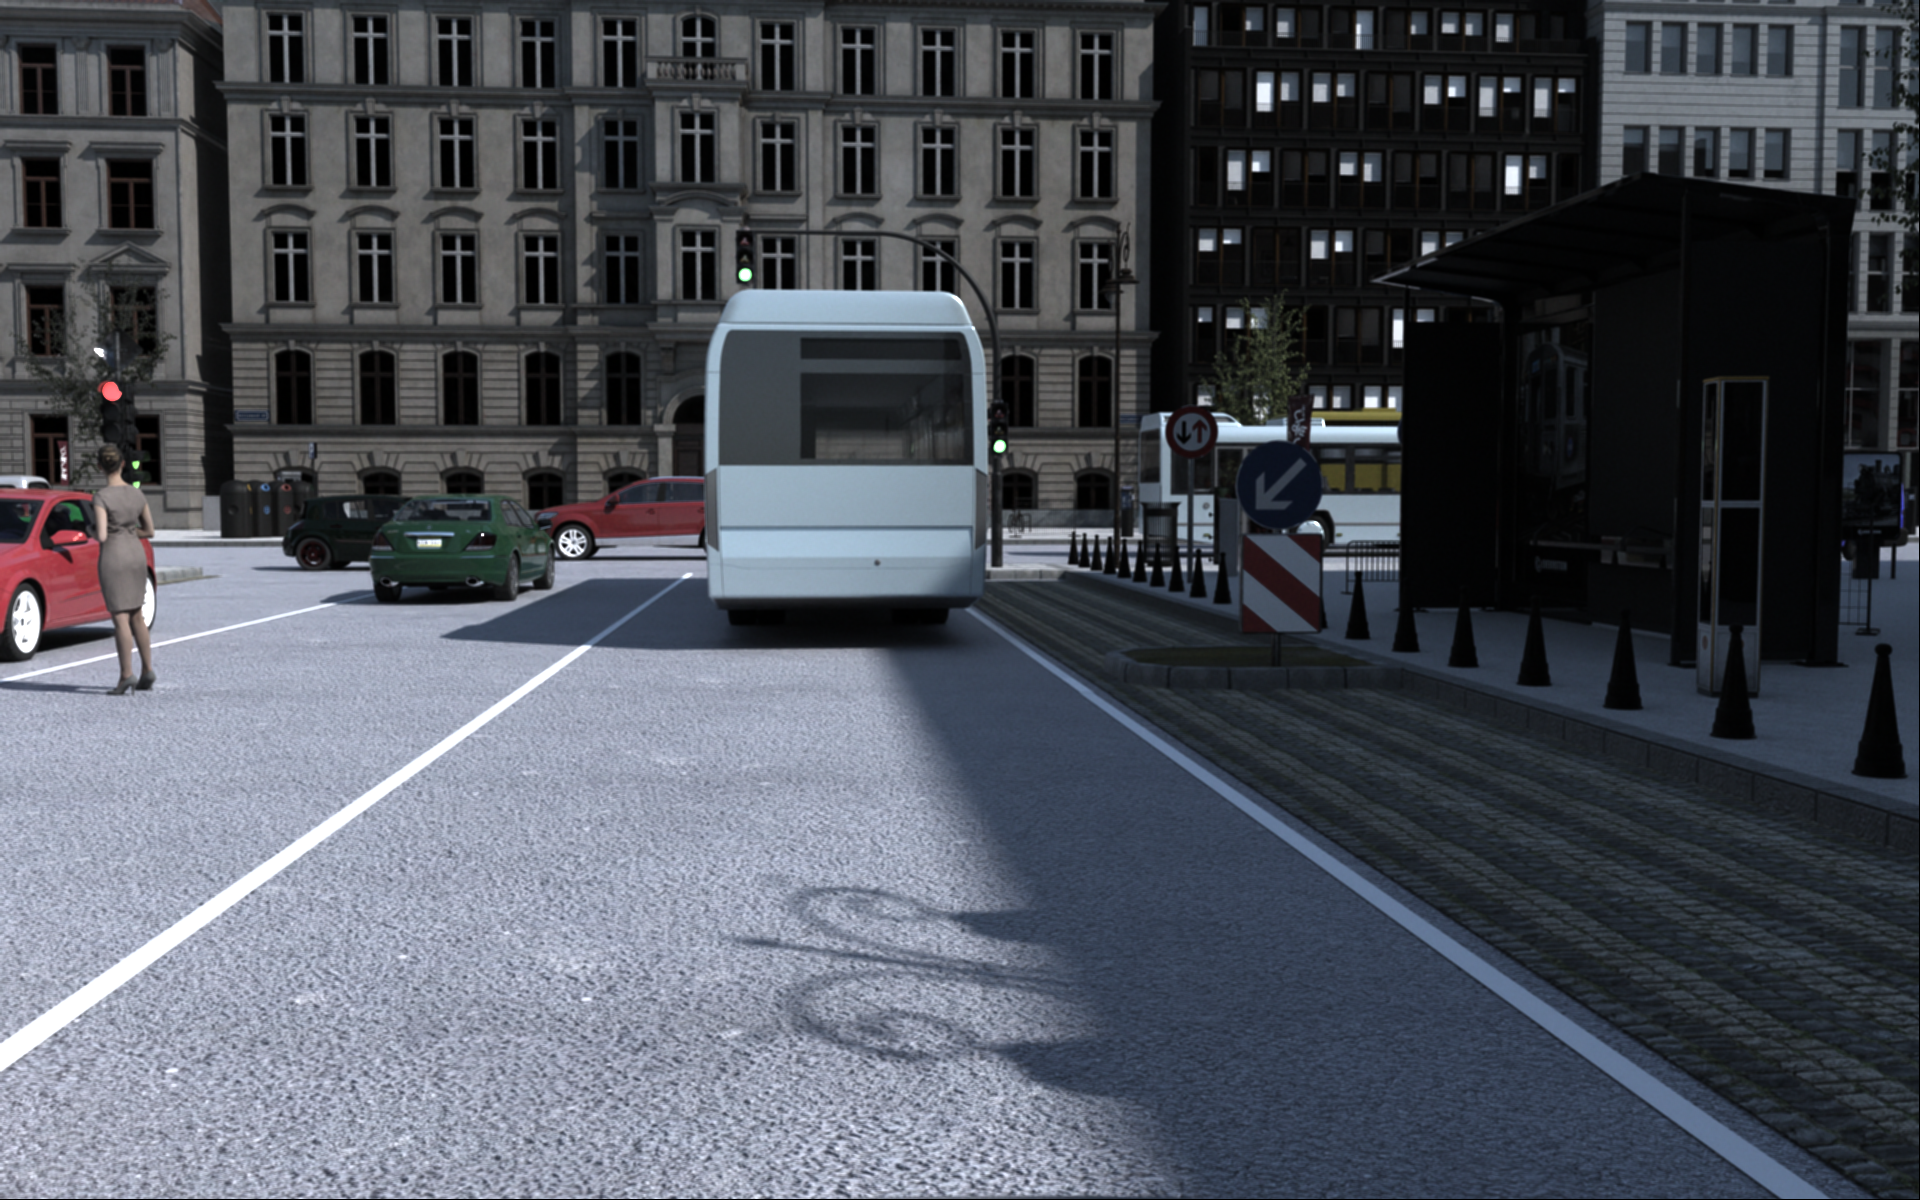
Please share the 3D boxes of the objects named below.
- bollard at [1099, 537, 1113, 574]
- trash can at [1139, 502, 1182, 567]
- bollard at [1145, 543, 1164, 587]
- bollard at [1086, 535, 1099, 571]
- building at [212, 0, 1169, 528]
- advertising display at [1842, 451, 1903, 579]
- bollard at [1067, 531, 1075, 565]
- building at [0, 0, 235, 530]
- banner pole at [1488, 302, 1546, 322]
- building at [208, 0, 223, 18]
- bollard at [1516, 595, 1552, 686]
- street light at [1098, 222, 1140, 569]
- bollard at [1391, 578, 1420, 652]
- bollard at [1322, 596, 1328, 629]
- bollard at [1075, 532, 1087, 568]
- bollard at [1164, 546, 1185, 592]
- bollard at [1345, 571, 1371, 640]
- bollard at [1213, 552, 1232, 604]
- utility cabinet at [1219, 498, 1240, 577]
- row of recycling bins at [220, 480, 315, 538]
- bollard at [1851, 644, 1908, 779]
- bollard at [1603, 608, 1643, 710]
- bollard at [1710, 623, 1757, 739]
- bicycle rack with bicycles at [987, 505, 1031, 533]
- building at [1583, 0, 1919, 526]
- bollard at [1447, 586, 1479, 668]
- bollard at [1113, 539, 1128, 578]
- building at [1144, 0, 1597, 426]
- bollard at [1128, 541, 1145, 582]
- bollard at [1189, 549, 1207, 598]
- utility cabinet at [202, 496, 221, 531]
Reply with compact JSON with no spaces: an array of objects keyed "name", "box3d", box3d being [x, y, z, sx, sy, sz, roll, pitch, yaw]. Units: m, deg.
[{"name":"bollard","box3d":[2.404,-0.718,27.779,0.229,0.601,0.229,0,3,0]},{"name":"trash can","box3d":[3.546,-1.163,30.670,0.748,1.137,0.748,0,3,0]},{"name":"bollard","box3d":[2.742,-0.489,24.036,0.229,0.601,0.229,0,3,0]},{"name":"bollard","box3d":[2.291,-0.794,29.019,0.229,0.601,0.229,0,3,0]},{"name":"building","box3d":[-10.023,-15.281,68.921,34.723,24.649,14.460,0,4,-5]},{"name":"advertising display","box3d":[13.707,-1.281,26.164,0.974,1.923,0.123,0,4,-2]},{"name":"bollard","box3d":[2.069,-0.946,31.505,0.229,0.601,0.229,0,3,0]},{"name":"building","box3d":[-37.821,-14.029,65.533,21.152,22.565,11.583,0,4,-5]},{"name":"banner pole","box3d":[6.807,-1.928,21.532,0.863,3.779,0.401,2,4,29]},{"name":"building","box3d":[-46.188,-26.818,122.069,14.154,41.232,14.086,0,4,-5]},{"name":"bollard","box3d":[3.864,0.269,11.638,0.229,0.601,0.229,0,3,0]},{"name":"street light","box3d":[2.707,-3.483,29.731,0.468,5.910,1.993,0,4,-5]},{"name":"bollard","box3d":[3.639,0.118,14.119,0.229,0.601,0.229,0,3,0]},{"name":"bollard","box3d":[3.416,-0.034,16.593,0.229,0.601,0.229,0,3,0]},{"name":"bollard","box3d":[2.178,-0.870,30.270,0.229,0.601,0.229,0,3,0]},{"name":"bollard","box3d":[2.853,-0.413,22.801,0.229,0.601,0.229,0,3,0]},{"name":"bollard","box3d":[3.530,0.042,15.359,0.229,0.601,0.229,0,3,0]},{"name":"bollard","box3d":[3.080,-0.261,20.313,0.229,0.601,0.229,0,3,0]},{"name":"utility cabinet","box3d":[4.264,-0.990,27.355,0.306,1.237,1.020,1,4,11]},{"name":"row of recycling bins","box3d":[-20.636,-2.721,51.605,1.069,1.692,3.534,1,4,19]},{"name":"bollard","box3d":[4.202,0.498,7.897,0.229,0.601,0.229,0,3,0]},{"name":"bollard","box3d":[3.980,0.346,10.379,0.229,0.601,0.229,0,3,0]},{"name":"bollard","box3d":[4.091,0.422,9.144,0.229,0.601,0.229,0,3,0]},{"name":"bicycle rack with bicycles","box3d":[1.195,-2.710,57.693,2.852,0.926,2.925,1,4,11]},{"name":"building","box3d":[38.475,-18.026,72.223,29.804,29.767,11.434,0,4,-5]},{"name":"bollard","box3d":[3.749,0.193,12.884,0.229,0.601,0.229,0,3,0]},{"name":"bollard","box3d":[2.518,-0.641,26.522,0.229,0.601,0.229,0,3,0]},{"name":"building","box3d":[15.660,-14.781,71.349,15.834,23.373,12.332,0,4,-5]},{"name":"bollard","box3d":[2.629,-0.565,25.287,0.229,0.601,0.229,0,3,0]},{"name":"bollard","box3d":[2.967,-0.337,21.553,0.229,0.601,0.229,0,3,0]},{"name":"utility cabinet","box3d":[-25.775,-3.001,60.221,1.020,1.237,0.306,0,4,4]}]
